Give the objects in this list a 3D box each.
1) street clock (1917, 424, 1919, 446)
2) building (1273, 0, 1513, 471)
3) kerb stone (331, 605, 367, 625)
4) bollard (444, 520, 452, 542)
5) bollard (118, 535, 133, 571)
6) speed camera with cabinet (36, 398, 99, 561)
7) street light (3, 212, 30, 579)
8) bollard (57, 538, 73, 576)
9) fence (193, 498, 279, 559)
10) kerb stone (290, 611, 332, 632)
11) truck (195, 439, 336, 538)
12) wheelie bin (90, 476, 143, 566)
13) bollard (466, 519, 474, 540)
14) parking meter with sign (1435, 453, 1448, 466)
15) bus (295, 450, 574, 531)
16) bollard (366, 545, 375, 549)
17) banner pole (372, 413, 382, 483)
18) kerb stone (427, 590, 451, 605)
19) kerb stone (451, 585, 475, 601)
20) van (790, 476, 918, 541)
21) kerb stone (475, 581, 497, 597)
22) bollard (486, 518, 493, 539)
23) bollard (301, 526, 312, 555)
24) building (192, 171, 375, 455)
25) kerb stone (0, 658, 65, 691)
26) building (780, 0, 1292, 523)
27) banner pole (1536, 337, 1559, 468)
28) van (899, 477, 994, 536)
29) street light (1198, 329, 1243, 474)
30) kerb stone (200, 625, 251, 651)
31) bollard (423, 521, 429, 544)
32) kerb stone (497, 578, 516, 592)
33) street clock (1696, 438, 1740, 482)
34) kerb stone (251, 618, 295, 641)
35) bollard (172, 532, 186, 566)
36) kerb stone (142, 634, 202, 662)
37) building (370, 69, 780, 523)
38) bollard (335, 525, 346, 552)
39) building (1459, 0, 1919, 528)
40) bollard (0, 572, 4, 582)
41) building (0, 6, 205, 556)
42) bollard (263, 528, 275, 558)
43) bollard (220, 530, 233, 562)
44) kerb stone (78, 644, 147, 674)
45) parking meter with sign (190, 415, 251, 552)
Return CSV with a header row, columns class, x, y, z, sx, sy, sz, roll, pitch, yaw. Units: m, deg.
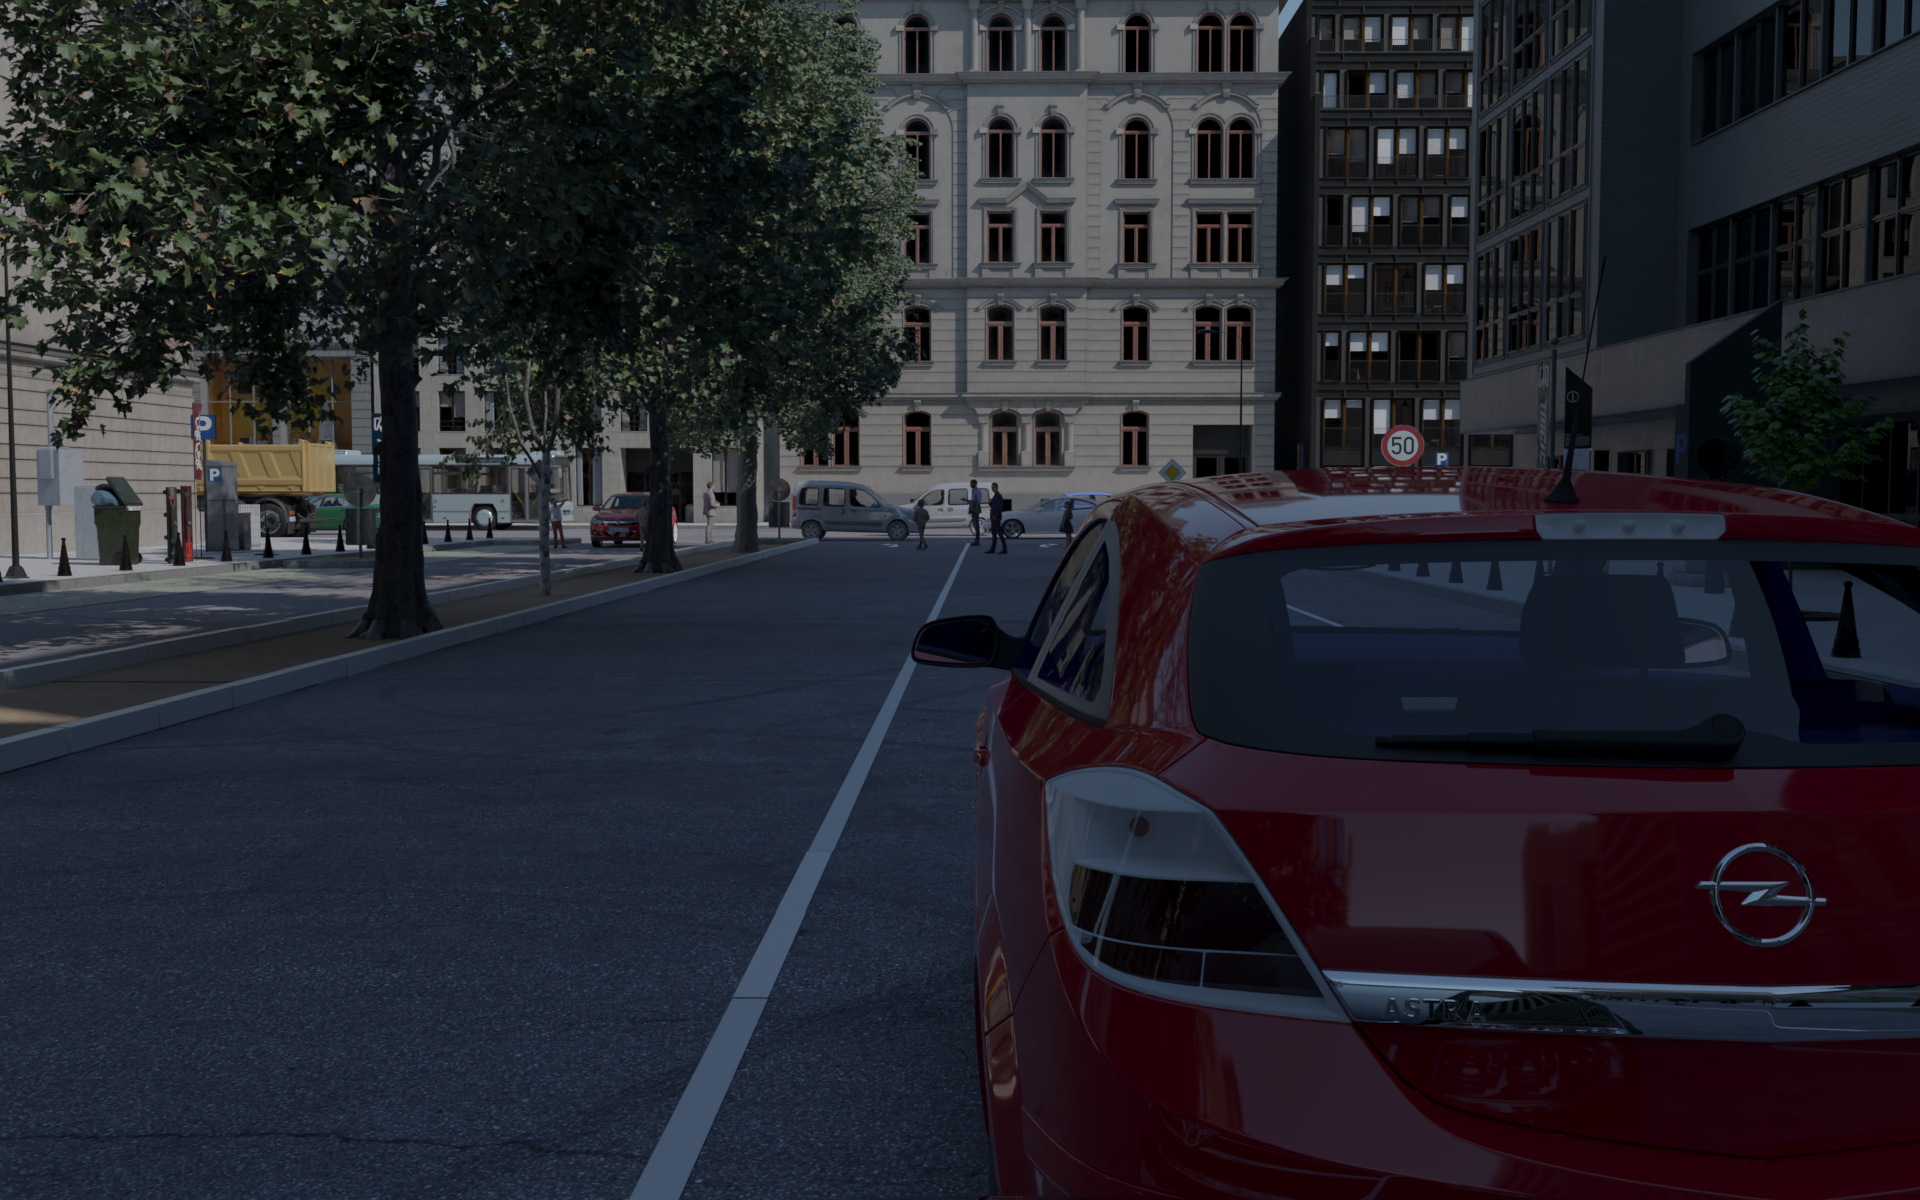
class,x,y,z,sx,sy,sz,roll,pitch,yaw
street clock,7.986,-0.577,14.009,0.471,2.002,0.358,2,4,28
building,23.332,-15.376,81.083,15.834,23.373,12.332,0,4,1
kerb stone,-6.868,0.178,19.278,0.120,0.150,1.000,0,4,1
bollard,-13.670,-1.847,46.233,0.229,0.601,0.229,0,3,0
bollard,-13.988,-0.794,29.027,0.229,0.601,0.229,0,3,0
speed camera with cabinet,-17.099,-2.415,33.818,2.038,3.252,0.660,2,4,26
street light,-13.841,-3.282,26.195,1.470,5.913,1.316,0,4,1
bollard,-14.024,-0.677,27.108,0.229,0.601,0.229,0,3,0
fence,-14.789,-1.473,35.285,0.480,1.192,2.264,1,4,13
kerb stone,-6.892,0.241,18.253,0.120,0.150,1.000,0,4,1
truck,-25.274,-3.638,55.410,9.791,3.379,3.469,0,4,0
wheelie bin,-15.233,-1.429,31.265,0.693,1.594,0.980,0,4,0
bollard,-13.633,-1.963,48.143,0.229,0.601,0.229,0,3,0
parking meter with sign,20.218,-4.725,73.522,0.543,3.016,1.738,0,4,2
bus,-21.343,-4.521,68.779,13.247,3.499,2.948,0,4,2
bollard,-13.778,-1.495,40.490,0.229,0.601,0.229,0,3,0
banner pole,-15.613,-3.501,47.266,0.863,3.779,0.401,-2,4,-33
kerb stone,-6.815,-0.010,22.360,0.120,0.150,1.000,0,4,1
kerb stone,-6.791,-0.072,23.384,0.120,0.150,1.000,0,4,1
van,-3.186,-2.859,53.761,4.112,2.044,2.013,0,4,2
kerb stone,-6.767,-0.136,24.416,0.120,0.150,1.000,0,4,1
bollard,-13.599,-2.081,50.069,0.229,0.601,0.229,0,3,0
bollard,-13.847,-1.262,36.673,0.229,0.601,0.229,0,3,0
building,-40.506,-18.570,81.110,29.804,29.767,11.434,0,4,1
kerb stone,-6.985,0.562,13.109,0.120,0.150,1.000,0,4,1
building,3.069,-18.061,82.695,23.554,28.519,14.401,0,4,1
banner pole,9.471,-2.321,27.971,0.401,3.779,0.863,0,4,-4
van,-0.701,-3.230,59.815,4.112,2.044,2.013,0,4,1
street light,7.394,-4.674,48.956,1.470,5.913,1.316,0,4,1
kerb stone,-6.928,0.367,16.199,0.120,0.150,1.000,0,4,1
bollard,-13.704,-1.729,44.307,0.229,0.601,0.229,0,3,0
kerb stone,-6.762,-0.199,25.441,0.120,0.150,1.000,0,4,1
street clock,9.739,-1.084,22.298,0.471,2.002,0.358,3,5,44
kerb stone,-6.906,0.312,17.223,0.120,0.150,1.000,0,4,1
bollard,-13.953,-0.911,30.935,0.229,0.601,0.229,0,3,0
kerb stone,-6.952,0.429,15.174,0.120,0.150,1.000,0,4,1
building,-17.183,-13.819,80.688,16.860,20.320,10.420,0,4,1
bollard,-13.810,-1.379,38.581,0.229,0.601,0.229,0,3,0
building,19.460,-12.843,29.053,14.314,24.678,30.058,0,4,1
bollard,-14.056,-0.560,25.199,0.229,0.601,0.229,0,3,0
building,-28.894,-10.736,40.156,19.286,19.102,10.561,0,4,1
bollard,-13.885,-1.145,34.756,0.229,0.601,0.229,0,3,0
bollard,-13.916,-1.028,32.843,0.229,0.601,0.229,0,3,0
kerb stone,-6.964,0.497,14.142,0.120,0.150,1.000,0,4,1
parking meter with sign,-16.544,-2.608,38.895,0.543,3.016,1.738,0,4,4
